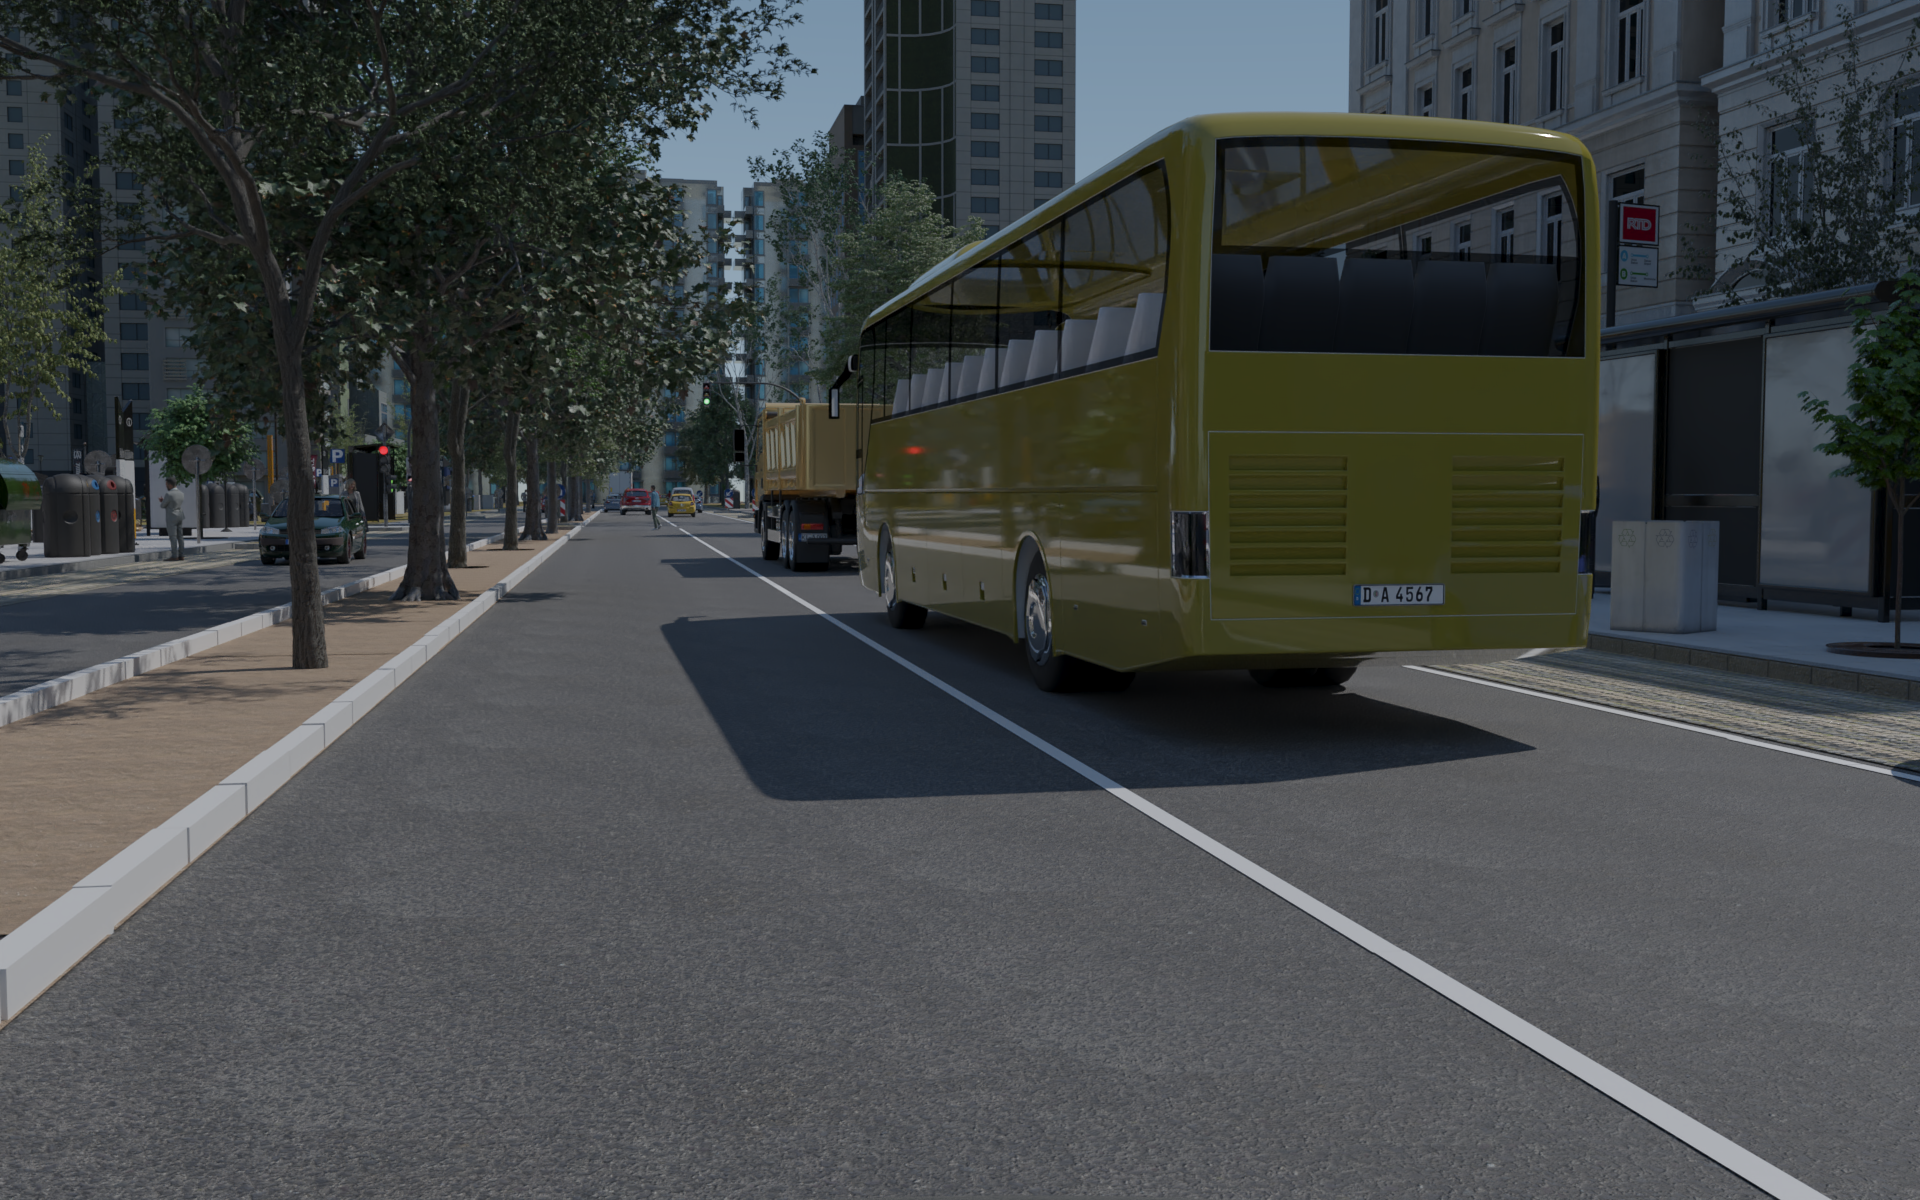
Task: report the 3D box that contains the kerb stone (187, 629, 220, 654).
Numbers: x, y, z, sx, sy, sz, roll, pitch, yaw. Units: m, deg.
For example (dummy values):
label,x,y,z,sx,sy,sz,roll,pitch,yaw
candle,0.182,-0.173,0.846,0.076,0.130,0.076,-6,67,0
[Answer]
label,x,y,z,sx,sy,sz,roll,pitch,yaw
kerb stone,-6.958,0.398,15.806,0.120,0.150,1.000,-1,4,-11

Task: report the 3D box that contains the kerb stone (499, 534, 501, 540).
label,x,y,z,sx,sy,sz,roll,pitch,yaw
kerb stone,-14.210,-1.885,53.011,0.120,0.150,1.000,-1,4,-11

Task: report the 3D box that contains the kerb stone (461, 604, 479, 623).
label,x,y,z,sx,sy,sz,roll,pitch,yaw
kerb stone,-5.485,0.180,19.258,0.120,0.150,1.000,-1,4,-11

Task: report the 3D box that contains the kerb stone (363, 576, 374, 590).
label,x,y,z,sx,sy,sz,roll,pitch,yaw
kerb stone,-8.917,-0.224,25.861,0.120,0.150,1.000,-1,4,-11

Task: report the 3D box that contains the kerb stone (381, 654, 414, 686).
label,x,y,z,sx,sy,sz,roll,pitch,yaw
kerb stone,-4.307,0.550,13.215,0.120,0.150,1.000,-1,4,-11

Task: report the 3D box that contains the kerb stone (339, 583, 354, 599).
label,x,y,z,sx,sy,sz,roll,pitch,yaw
kerb stone,-8.518,-0.101,23.852,0.120,0.150,1.000,-1,4,-11

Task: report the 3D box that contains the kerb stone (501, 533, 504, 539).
label,x,y,z,sx,sy,sz,roll,pitch,yaw
kerb stone,-14.411,-1.946,54.013,0.120,0.150,1.000,-1,4,-11

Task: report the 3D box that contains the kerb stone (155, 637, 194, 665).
label,x,y,z,sx,sy,sz,roll,pitch,yaw
kerb stone,-6.756,0.452,14.799,0.120,0.150,1.000,-1,4,-11

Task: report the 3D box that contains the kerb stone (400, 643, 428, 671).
label,x,y,z,sx,sy,sz,roll,pitch,yaw
kerb stone,-4.506,0.492,14.223,0.120,0.150,1.000,-1,4,-11

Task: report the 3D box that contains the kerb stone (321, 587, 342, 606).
label,x,y,z,sx,sy,sz,roll,pitch,yaw
kerb stone,-8.328,-0.040,22.845,0.120,0.150,1.000,-1,4,-11

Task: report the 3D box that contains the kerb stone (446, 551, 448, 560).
label,x,y,z,sx,sy,sz,roll,pitch,yaw
kerb stone,-11.467,-1.015,38.924,0.120,0.150,1.000,-1,4,-11

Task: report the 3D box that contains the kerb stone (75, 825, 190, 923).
label,x,y,z,sx,sy,sz,roll,pitch,yaw
kerb stone,-2.936,0.981,6.162,0.120,0.150,1.000,-1,4,-11

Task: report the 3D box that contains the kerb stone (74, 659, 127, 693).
label,x,y,z,sx,sy,sz,roll,pitch,yaw
kerb stone,-6.369,0.576,12.780,0.120,0.150,1.000,-1,4,-11

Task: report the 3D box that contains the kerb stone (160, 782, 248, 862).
label,x,y,z,sx,sy,sz,roll,pitch,yaw
kerb stone,-3.128,0.923,7.166,0.120,0.150,1.000,-1,4,-11

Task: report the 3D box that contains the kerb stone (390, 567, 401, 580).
label,x,y,z,sx,sy,sz,roll,pitch,yaw
kerb stone,-9.491,-0.408,28.873,0.120,0.150,1.000,-1,4,-11

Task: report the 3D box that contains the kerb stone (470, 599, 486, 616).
label,x,y,z,sx,sy,sz,roll,pitch,yaw
kerb stone,-5.682,0.120,20.266,0.120,0.150,1.000,-1,4,-11

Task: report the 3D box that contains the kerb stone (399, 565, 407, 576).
label,x,y,z,sx,sy,sz,roll,pitch,yaw
kerb stone,-9.705,-0.467,29.873,0.120,0.150,1.000,-1,4,-11

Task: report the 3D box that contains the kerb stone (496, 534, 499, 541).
label,x,y,z,sx,sy,sz,roll,pitch,yaw
kerb stone,-14.020,-1.823,52.007,0.120,0.150,1.000,-1,4,-11

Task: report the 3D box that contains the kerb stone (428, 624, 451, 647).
label,x,y,z,sx,sy,sz,roll,pitch,yaw
kerb stone,-4.906,0.364,16.243,0.120,0.150,1.000,-1,4,-11

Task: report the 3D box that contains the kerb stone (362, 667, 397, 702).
label,x,y,z,sx,sy,sz,roll,pitch,yaw
kerb stone,-4.113,0.614,12.208,0.120,0.150,1.000,-1,4,-11

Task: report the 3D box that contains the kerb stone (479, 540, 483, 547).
label,x,y,z,sx,sy,sz,roll,pitch,yaw
kerb stone,-12.841,-1.453,45.975,0.120,0.150,1.000,-1,4,-11

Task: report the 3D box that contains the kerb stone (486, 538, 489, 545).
label,x,y,z,sx,sy,sz,roll,pitch,yaw
kerb stone,-13.235,-1.577,47.991,0.120,0.150,1.000,-1,4,-11

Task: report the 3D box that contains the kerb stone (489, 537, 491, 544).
label,x,y,z,sx,sy,sz,roll,pitch,yaw
kerb stone,-13.429,-1.639,48.999,0.120,0.150,1.000,-1,4,-11

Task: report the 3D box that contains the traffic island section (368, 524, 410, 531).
label,x,y,z,sx,sy,sz,roll,pitch,yaw
traffic island section,-22.503,-2.787,67.851,2.009,0.180,2.903,-1,4,-11

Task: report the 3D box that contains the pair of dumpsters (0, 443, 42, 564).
label,x,y,z,sx,sy,sz,roll,pitch,yaw
pair of dumpsters,-17.950,-1.744,31.006,1.574,2.255,4.437,-1,4,-11

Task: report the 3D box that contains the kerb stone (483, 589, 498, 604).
label,x,y,z,sx,sy,sz,roll,pitch,yaw
kerb stone,-6.078,-0.005,22.271,0.120,0.150,1.000,-1,4,-11

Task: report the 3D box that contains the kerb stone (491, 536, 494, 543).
label,x,y,z,sx,sy,sz,roll,pitch,yaw
kerb stone,-13.623,-1.701,50.002,0.120,0.150,1.000,-1,4,-11

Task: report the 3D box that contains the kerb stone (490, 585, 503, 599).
label,x,y,z,sx,sy,sz,roll,pitch,yaw
kerb stone,-6.279,-0.066,23.280,0.120,0.150,1.000,-1,4,-11

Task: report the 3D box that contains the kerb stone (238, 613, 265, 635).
label,x,y,z,sx,sy,sz,roll,pitch,yaw
kerb stone,-7.343,0.270,17.815,0.120,0.150,1.000,-1,4,-11

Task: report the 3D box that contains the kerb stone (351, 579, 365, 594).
label,x,y,z,sx,sy,sz,roll,pitch,yaw
kerb stone,-8.718,-0.162,24.854,0.120,0.150,1.000,-1,4,-11

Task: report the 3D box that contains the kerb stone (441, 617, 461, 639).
label,x,y,z,sx,sy,sz,roll,pitch,yaw
kerb stone,-5.099,0.303,17.246,0.120,0.150,1.000,-1,4,-11

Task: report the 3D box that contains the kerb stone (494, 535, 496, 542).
label,x,y,z,sx,sy,sz,roll,pitch,yaw
kerb stone,-13.829,-1.762,51.003,0.120,0.150,1.000,-1,4,-11

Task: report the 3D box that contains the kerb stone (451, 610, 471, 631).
label,x,y,z,sx,sy,sz,roll,pitch,yaw
kerb stone,-5.289,0.241,18.255,0.120,0.150,1.000,-1,4,-11

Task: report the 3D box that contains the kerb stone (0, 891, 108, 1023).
label,x,y,z,sx,sy,sz,roll,pitch,yaw
kerb stone,-2.731,1.042,5.161,0.120,0.150,1.000,-1,4,-11

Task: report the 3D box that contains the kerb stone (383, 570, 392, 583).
label,x,y,z,sx,sy,sz,roll,pitch,yaw
kerb stone,-9.311,-0.342,27.867,0.120,0.150,1.000,-1,4,-11

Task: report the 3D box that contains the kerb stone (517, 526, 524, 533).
label,x,y,z,sx,sy,sz,roll,pitch,yaw
kerb stone,-16.965,-2.745,67.079,0.120,0.150,1.000,-1,4,-11

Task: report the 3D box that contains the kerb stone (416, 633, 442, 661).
label,x,y,z,sx,sy,sz,roll,pitch,yaw
kerb stone,-4.700,0.429,15.242,0.120,0.150,1.000,-1,4,-11

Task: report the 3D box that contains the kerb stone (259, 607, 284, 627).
label,x,y,z,sx,sy,sz,roll,pitch,yaw
kerb stone,-7.537,0.207,18.819,0.120,0.150,1.000,-1,4,-11

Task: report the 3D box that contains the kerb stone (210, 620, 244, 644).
label,x,y,z,sx,sy,sz,roll,pitch,yaw
kerb stone,-7.150,0.329,16.811,0.120,0.150,1.000,-1,4,-11

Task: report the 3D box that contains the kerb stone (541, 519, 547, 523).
label,x,y,z,sx,sy,sz,roll,pitch,yaw
kerb stone,-20.797,-3.950,86.770,0.120,0.150,1.000,-1,4,-11

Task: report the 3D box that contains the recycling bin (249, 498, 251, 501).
label,x,y,z,sx,sy,sz,roll,pitch,yaw
recycling bin,-47.723,-6.408,117.332,0.722,1.027,0.722,-2,4,-29

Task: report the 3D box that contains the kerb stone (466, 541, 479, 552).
label,x,y,z,sx,sy,sz,roll,pitch,yaw
kerb stone,-12.647,-1.389,44.969,0.120,0.150,1.000,-1,4,-11

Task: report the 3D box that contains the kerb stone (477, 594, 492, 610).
label,x,y,z,sx,sy,sz,roll,pitch,yaw
kerb stone,-5.875,0.057,21.270,0.120,0.150,1.000,-1,4,-11

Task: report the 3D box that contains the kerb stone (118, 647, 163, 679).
label,x,y,z,sx,sy,sz,roll,pitch,yaw
kerb stone,-6.561,0.516,13.788,0.120,0.150,1.000,-1,4,-11

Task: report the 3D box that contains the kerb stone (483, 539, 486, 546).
label,x,y,z,sx,sy,sz,roll,pitch,yaw
kerb stone,-13.030,-1.516,46.988,0.120,0.150,1.000,-1,4,-11

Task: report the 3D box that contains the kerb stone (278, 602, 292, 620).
label,x,y,z,sx,sy,sz,roll,pitch,yaw
kerb stone,-7.735,0.148,19.822,0.120,0.150,1.000,-1,4,-11

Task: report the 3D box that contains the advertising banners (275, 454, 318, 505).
label,x,y,z,sx,sy,sz,roll,pitch,yaw
advertising banners,-29.105,-4.877,75.920,0.090,3.025,2.074,3,5,42

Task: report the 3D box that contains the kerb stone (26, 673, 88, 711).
label,x,y,z,sx,sy,sz,roll,pitch,yaw
kerb stone,-6.165,0.637,11.775,0.120,0.150,1.000,-1,4,-11

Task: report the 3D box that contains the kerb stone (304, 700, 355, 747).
label,x,y,z,sx,sy,sz,roll,pitch,yaw
kerb stone,-3.717,0.735,10.196,0.120,0.150,1.000,-1,4,-11

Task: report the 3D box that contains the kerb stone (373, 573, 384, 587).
label,x,y,z,sx,sy,sz,roll,pitch,yaw
kerb stone,-9.107,-0.286,26.866,0.120,0.150,1.000,-1,4,-11

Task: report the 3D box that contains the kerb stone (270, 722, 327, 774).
label,x,y,z,sx,sy,sz,roll,pitch,yaw
kerb stone,-3.524,0.805,9.191,0.120,0.150,1.000,-1,4,-11

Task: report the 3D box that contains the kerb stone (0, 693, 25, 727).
label,x,y,z,sx,sy,sz,roll,pitch,yaw
kerb stone,-5.966,0.702,10.773,0.120,0.150,1.000,-1,4,-11

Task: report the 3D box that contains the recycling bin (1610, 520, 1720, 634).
label,x,y,z,sx,sy,sz,roll,pitch,yaw
recycling bin,6.624,-0.228,16.287,0.722,1.027,0.722,-3,5,-40

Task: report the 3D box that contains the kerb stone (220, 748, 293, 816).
label,x,y,z,sx,sy,sz,roll,pitch,yaw
kerb stone,-3.322,0.857,8.180,0.120,0.150,1.000,-1,4,-11

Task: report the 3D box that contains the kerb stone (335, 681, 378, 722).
label,x,y,z,sx,sy,sz,roll,pitch,yaw
kerb stone,-3.915,0.672,11.205,0.120,0.150,1.000,-1,4,-11
